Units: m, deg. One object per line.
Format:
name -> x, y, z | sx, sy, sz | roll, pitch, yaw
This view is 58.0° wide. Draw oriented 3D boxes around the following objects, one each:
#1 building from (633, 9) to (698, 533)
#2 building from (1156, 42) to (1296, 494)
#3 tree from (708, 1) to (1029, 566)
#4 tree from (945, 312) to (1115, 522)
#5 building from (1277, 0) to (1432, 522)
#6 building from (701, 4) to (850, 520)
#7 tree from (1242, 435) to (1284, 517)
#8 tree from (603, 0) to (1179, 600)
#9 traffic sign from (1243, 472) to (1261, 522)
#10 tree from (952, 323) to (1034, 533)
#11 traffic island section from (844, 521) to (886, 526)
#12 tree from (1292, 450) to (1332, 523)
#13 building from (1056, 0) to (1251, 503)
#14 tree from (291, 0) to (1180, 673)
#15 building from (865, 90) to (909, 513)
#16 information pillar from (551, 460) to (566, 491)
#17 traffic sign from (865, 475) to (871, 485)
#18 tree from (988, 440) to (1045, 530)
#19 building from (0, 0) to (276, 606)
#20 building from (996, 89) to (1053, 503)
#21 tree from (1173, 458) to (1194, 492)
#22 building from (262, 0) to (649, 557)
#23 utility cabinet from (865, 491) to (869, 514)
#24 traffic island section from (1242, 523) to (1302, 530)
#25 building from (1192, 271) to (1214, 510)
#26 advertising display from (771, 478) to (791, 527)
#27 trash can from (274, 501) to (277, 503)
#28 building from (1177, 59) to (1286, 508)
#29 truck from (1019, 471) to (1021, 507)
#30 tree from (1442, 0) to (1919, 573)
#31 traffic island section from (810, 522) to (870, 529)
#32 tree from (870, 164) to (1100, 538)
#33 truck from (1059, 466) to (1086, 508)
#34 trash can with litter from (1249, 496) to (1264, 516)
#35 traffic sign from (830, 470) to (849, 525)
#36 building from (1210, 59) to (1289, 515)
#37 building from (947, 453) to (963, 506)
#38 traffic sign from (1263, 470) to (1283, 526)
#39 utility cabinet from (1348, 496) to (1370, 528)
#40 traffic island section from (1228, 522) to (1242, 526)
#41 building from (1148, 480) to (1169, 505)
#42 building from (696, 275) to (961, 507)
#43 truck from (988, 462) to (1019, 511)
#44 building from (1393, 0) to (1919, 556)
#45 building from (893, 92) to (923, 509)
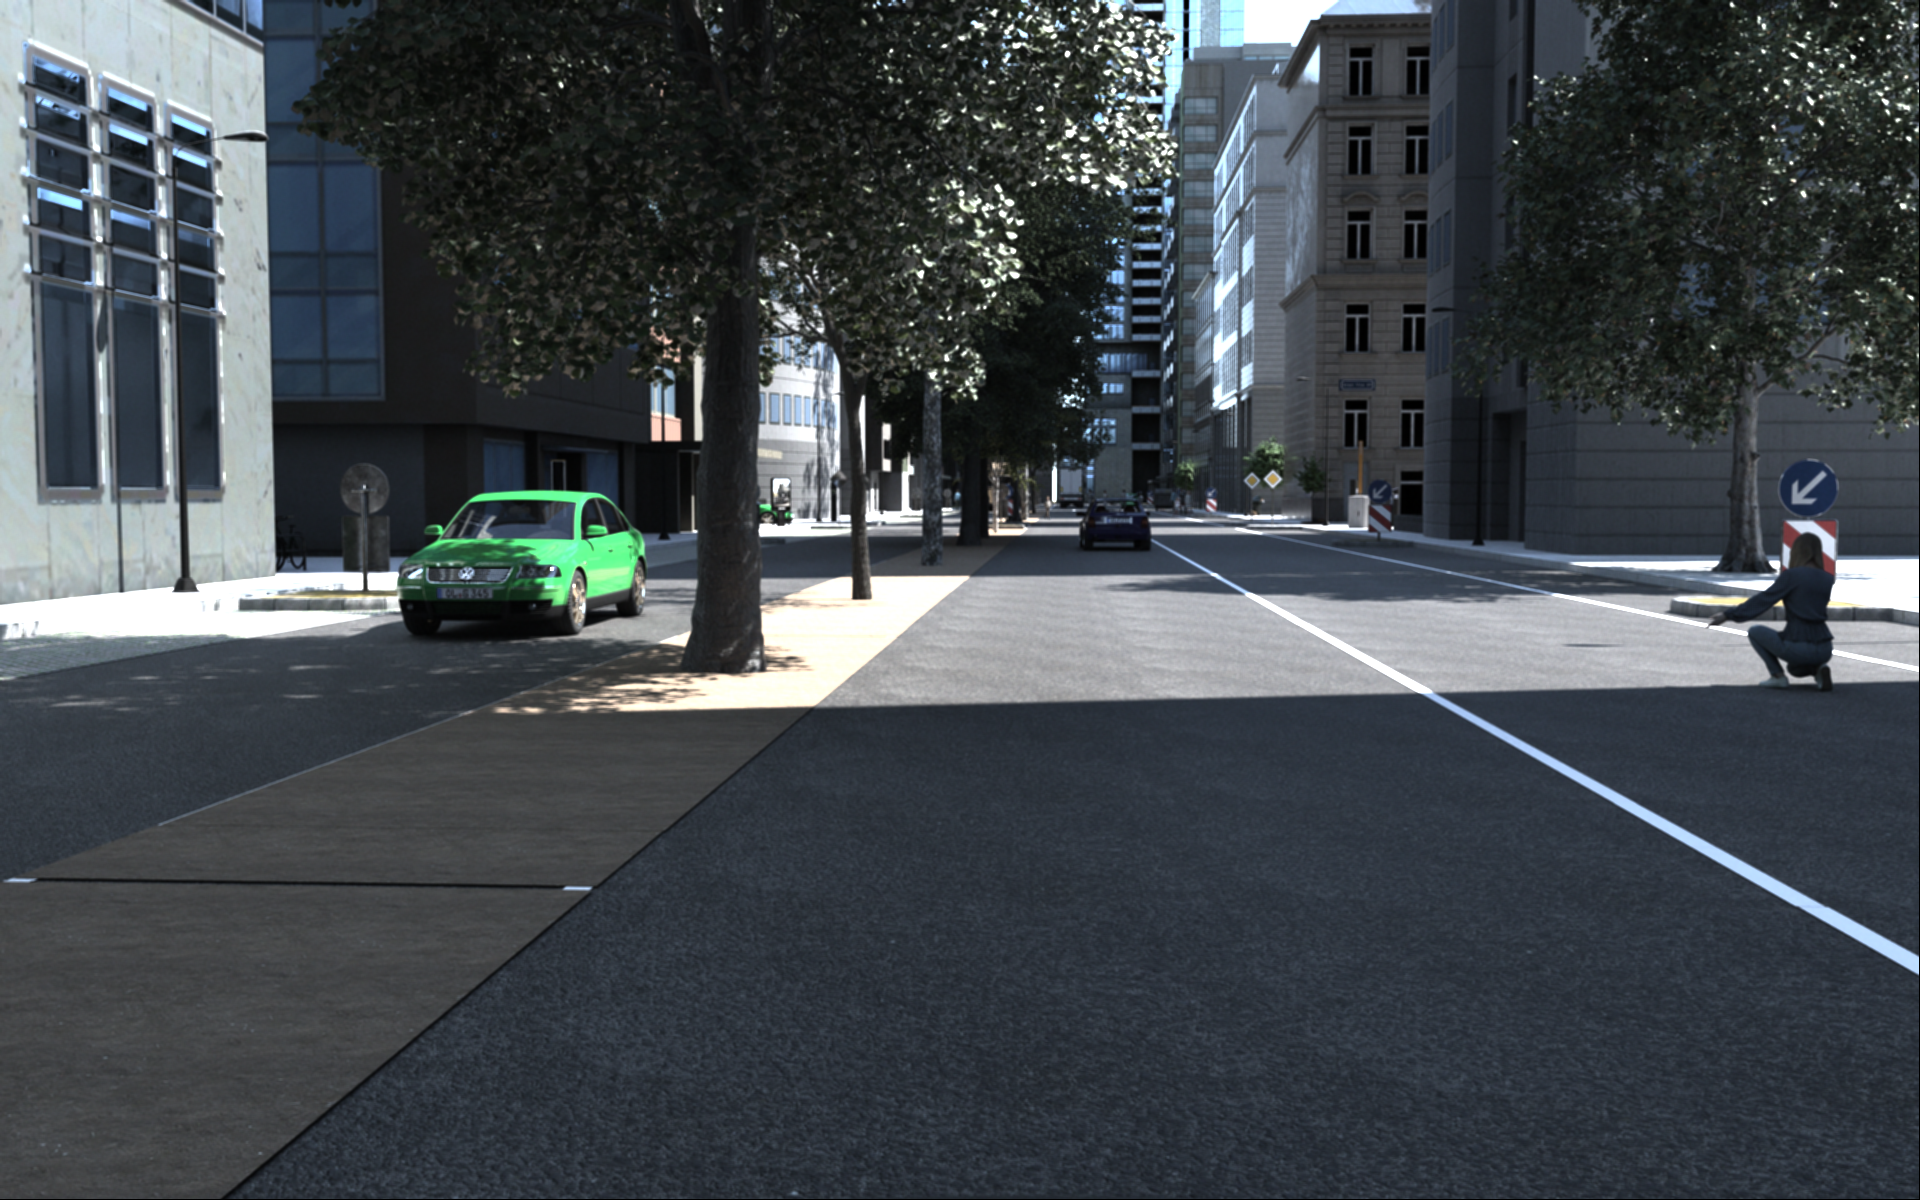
building -> -22.311, -24.763, 59.504 | 28.867, 44.769, 22.147 | 0, 4, 4
building -> 33.890, -34.798, 188.557 | 23.786, 49.044, 30.456 | 0, 4, 4
tree -> -1.715, -10.800, 34.931 | 12.611, 20.169, 13.585 | 0, 3, 0
tree -> 2.589, -9.947, 82.102 | 9.611, 12.733, 9.660 | 0, 3, 0
building -> 28.508, -17.476, 82.989 | 25.104, 27.353, 12.463 | 0, 4, 4
building -> -17.225, -33.654, 92.237 | 21.231, 58.520, 28.212 | 0, 4, 4
tree -> 17.361, -6.859, 95.866 | 4.285, 4.588, 4.351 | 0, 3, 0
tree -> -1.276, -5.292, 23.395 | 8.767, 10.594, 7.601 | 0, 4, 4
traffic sign -> 13.183, -4.562, 78.236 | 0.795, 2.450, 0.064 | 0, 4, 4
tree -> 1.307, -6.742, 63.052 | 4.360, 8.622, 3.978 | 0, 3, 0
traffic island section -> -4.500, -3.495, 79.425 | 2.009, 0.180, 2.903 | 0, 4, 4
tree -> 15.638, -5.019, 76.665 | 1.663, 3.219, 1.824 | 0, 3, 0
building -> 29.404, -57.128, 246.716 | 31.000, 86.520, 22.319 | 0, 4, 4
tree -> -1.914, -6.400, 13.759 | 9.857, 13.997, 8.962 | 0, 3, 0
building -> -11.280, -21.418, 121.883 | 14.160, 30.474, 14.107 | 0, 4, 4
information pillar -> -8.641, -2.008, 37.325 | 0.304, 2.012, 0.304 | -1, 4, -9
traffic sign -> -4.476, -4.631, 79.362 | 0.795, 2.450, 0.064 | 0, 4, 4
tree -> 1.386, -7.026, 67.696 | 4.737, 8.622, 4.395 | 0, 3, 0
building -> -20.692, -42.606, 9.285 | 22.319, 86.520, 31.000 | 0, 4, 4
building -> -0.667, -43.169, 247.819 | 28.212, 58.520, 21.231 | 0, 4, 4
tree -> 20.831, -10.598, 156.991 | 4.285, 4.588, 4.351 | 0, 3, 0
building -> -16.088, -23.899, 40.857 | 14.600, 45.320, 14.200 | 0, 4, 4
utility cabinet -> -6.278, -6.104, 108.475 | 1.173, 1.500, 0.318 | 2, 4, 27
traffic island section -> 12.706, -2.940, 70.342 | 2.009, 0.180, 2.903 | 0, 4, 4
building -> 24.718, -18.003, 143.500 | 9.793, 20.994, 18.267 | 0, 4, 4
advertising display -> -7.046, -3.848, 68.129 | 0.123, 1.923, 0.974 | 3, 5, 40
trash can -> -13.924, -1.386, 34.311 | 0.748, 1.137, 0.748 | 0, 3, 0
building -> 28.027, -29.559, 166.889 | 14.154, 41.232, 14.086 | 0, 4, 4
truck -> 5.833, -12.535, 193.862 | 2.839, 4.237, 11.283 | 0, 4, 5
tree -> 12.827, -6.803, 28.242 | 9.611, 12.733, 9.660 | 0, 3, 0
traffic island section -> -5.000, -3.008, 71.456 | 2.009, 0.180, 2.903 | 0, 4, 4
tree -> 0.666, -8.306, 56.388 | 7.486, 12.596, 7.792 | 0, 3, 0
truck -> 11.760, -11.783, 181.557 | 2.839, 4.237, 11.283 | 0, 4, 5
trash can with litter -> 17.423, -5.531, 101.823 | 0.624, 1.170, 1.055 | 2, 4, 30
traffic sign -> -4.976, -4.144, 71.393 | 0.795, 2.450, 0.064 | 0, 4, 4
building -> 24.108, -20.902, 119.233 | 11.434, 29.767, 29.804 | 0, 4, 4
building -> -6.337, -25.637, 190.859 | 14.160, 30.474, 14.107 | 0, 4, 4
traffic sign -> 12.682, -4.075, 70.267 | 0.795, 2.450, 0.064 | 0, 4, 4
utility cabinet -> 14.969, -3.294, 65.021 | 0.306, 1.237, 1.020 | -1, 4, -21
traffic island section -> 13.207, -3.427, 78.312 | 2.009, 0.180, 2.903 | 0, 4, 4
building -> 39.953, -32.039, 215.726 | 32.217, 40.220, 23.993 | 0, 4, 4
building -> -11.437, -31.456, 168.929 | 22.147, 44.769, 28.867 | 0, 4, 4
truck -> 3.478, -9.628, 146.338 | 2.839, 4.237, 11.283 | 0, 4, 5
building -> 24.247, -30.941, 47.885 | 21.231, 58.520, 28.212 | 0, 4, 4
building -> -10.120, -28.134, 143.581 | 14.154, 41.232, 14.086 | 0, 4, 4
